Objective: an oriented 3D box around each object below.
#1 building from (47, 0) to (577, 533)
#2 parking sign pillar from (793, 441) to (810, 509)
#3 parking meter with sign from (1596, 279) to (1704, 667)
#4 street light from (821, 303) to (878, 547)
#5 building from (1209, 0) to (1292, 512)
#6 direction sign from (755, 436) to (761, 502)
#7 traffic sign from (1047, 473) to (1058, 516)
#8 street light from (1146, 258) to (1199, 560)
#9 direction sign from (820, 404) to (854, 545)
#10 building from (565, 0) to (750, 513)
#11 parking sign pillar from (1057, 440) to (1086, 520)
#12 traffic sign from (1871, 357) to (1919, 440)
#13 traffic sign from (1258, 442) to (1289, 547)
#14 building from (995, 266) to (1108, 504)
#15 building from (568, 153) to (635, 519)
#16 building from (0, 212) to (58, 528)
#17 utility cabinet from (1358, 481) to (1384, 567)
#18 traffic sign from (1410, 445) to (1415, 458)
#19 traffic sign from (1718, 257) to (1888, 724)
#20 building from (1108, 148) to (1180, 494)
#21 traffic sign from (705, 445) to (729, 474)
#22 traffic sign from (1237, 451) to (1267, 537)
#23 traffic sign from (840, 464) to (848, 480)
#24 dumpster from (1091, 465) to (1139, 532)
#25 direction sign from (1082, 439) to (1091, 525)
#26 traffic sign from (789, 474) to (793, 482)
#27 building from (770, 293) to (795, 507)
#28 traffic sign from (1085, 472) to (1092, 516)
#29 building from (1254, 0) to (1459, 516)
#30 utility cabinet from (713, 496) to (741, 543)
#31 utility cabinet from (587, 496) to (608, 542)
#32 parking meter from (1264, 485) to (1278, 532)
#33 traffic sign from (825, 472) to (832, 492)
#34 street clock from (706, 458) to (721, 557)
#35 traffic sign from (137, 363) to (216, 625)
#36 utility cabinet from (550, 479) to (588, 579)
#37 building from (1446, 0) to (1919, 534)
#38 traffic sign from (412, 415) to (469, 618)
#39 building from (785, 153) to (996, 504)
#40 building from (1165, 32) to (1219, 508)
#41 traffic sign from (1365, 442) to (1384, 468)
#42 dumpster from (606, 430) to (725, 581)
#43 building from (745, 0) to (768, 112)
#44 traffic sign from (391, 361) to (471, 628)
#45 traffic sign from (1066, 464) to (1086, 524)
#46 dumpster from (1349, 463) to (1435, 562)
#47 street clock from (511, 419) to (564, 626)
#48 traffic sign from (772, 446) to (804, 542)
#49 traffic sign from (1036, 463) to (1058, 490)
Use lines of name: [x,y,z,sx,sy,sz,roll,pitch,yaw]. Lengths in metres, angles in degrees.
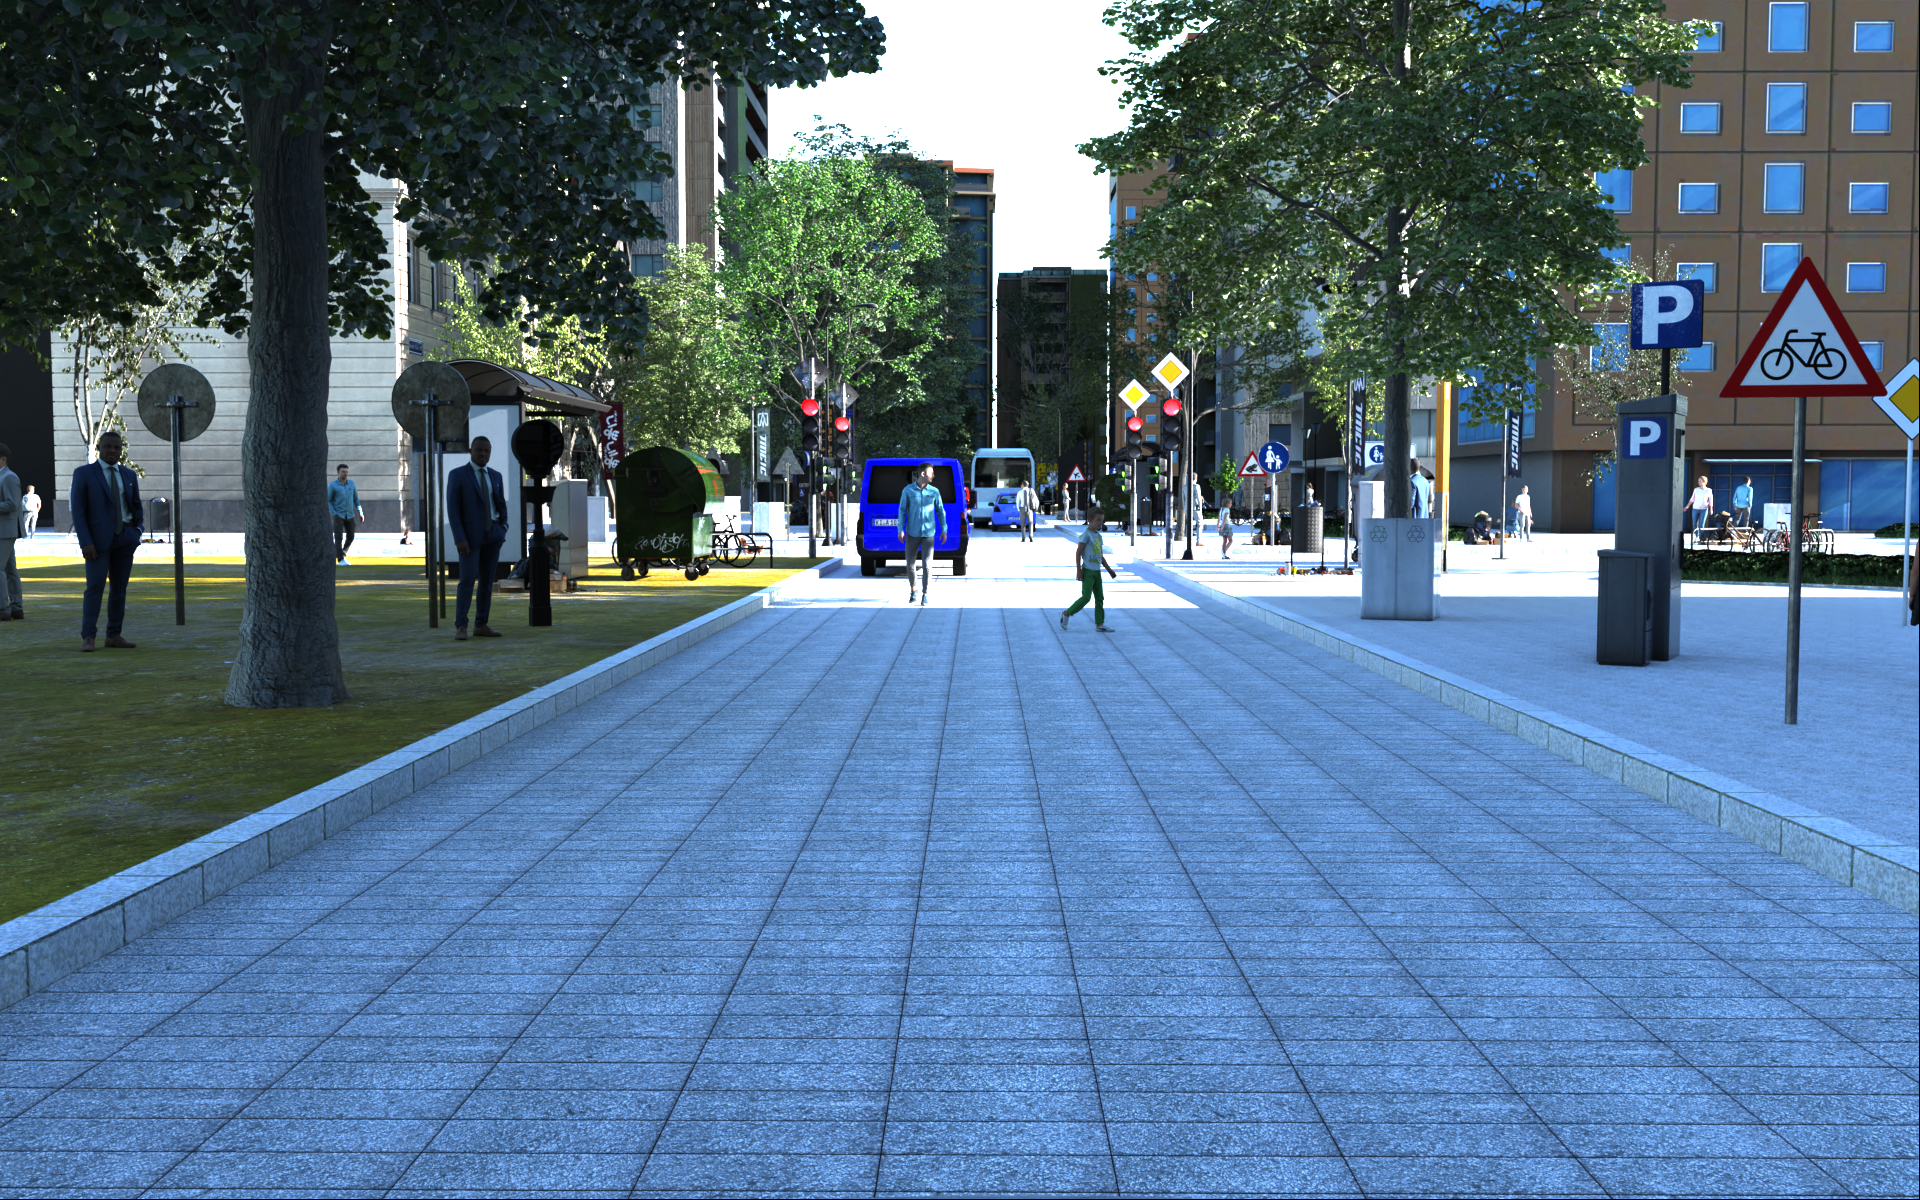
building: [-23.827,-16.565,68.103,12.463,27.353,25.104,0,4,1]
parking sign pillar: [-7.020,-5.511,78.576,1.447,3.967,1.447,1,4,15]
parking meter with sign: [5.382,-1.058,13.564,0.543,3.016,1.738,2,4,30]
street light: [-2.700,-4.265,42.268,1.470,5.913,1.316,0,4,1]
building: [30.827,-36.295,135.419,21.231,58.520,28.212,0,4,1]
direction sign: [-7.708,-4.564,66.617,0.379,3.537,0.876,1,4,13]
traffic sign: [5.493,-6.255,102.371,0.768,2.556,0.104,0,4,2]
street light: [3.930,-3.733,33.579,1.470,5.913,1.316,0,4,1]
direction sign: [-3.108,-3.170,43.834,0.876,3.537,0.379,1,4,11]
building: [-23.125,-26.958,124.360,14.154,41.232,14.086,0,4,1]
parking sign pillar: [5.518,-5.944,85.649,1.447,3.967,1.447,1,4,18]
traffic sign: [9.202,-1.040,16.736,0.795,2.593,0.064,0,4,2]
traffic sign: [7.637,-2.579,42.267,0.768,2.556,0.104,0,4,1]
building: [11.640,-27.597,222.908,14.107,30.474,14.160,0,4,1]
building: [-25.714,-13.596,89.743,16.820,18.784,16.811,0,4,1]
building: [-47.559,-16.471,62.809,24.014,27.812,14.314,0,4,1]
utility cabinet: [7.436,-1.325,30.349,1.173,1.500,0.318,-3,5,-45]
traffic sign: [8.923,-2.019,35.145,0.606,2.300,0.079,1,4,9]
traffic sign: [4.639,-0.587,9.595,0.884,2.594,0.081,0,4,6]
building: [26.618,-34.966,221.808,14.200,45.320,14.600,0,4,1]
traffic sign: [-6.580,-2.821,46.132,0.884,2.594,0.081,0,4,5]
traffic sign: [8.746,-3.172,51.869,0.884,2.594,0.081,1,4,10]
traffic sign: [-4.730,-4.519,73.988,0.768,2.556,0.104,0,4,4]
dumpster: [5.323,-3.490,59.559,1.502,2.255,1.985,0,4,0]
direction sign: [5.256,-4.883,71.840,0.379,3.537,0.876,1,4,23]
traffic sign: [-7.629,-4.940,80.880,0.768,2.556,0.104,0,4,6]
building: [-23.914,-24.574,173.490,14.107,30.474,14.160,0,4,1]
traffic sign: [6.337,-5.371,87.918,0.768,2.556,0.104,1,4,9]
building: [32.429,-31.167,98.822,28.713,52.752,27.495,0,4,1]
utility cabinet: [-6.229,-2.085,45.249,1.020,1.237,0.306,-3,5,-42]
utility cabinet: [-9.990,-2.164,46.545,1.020,1.237,0.306,0,4,4]
parking meter: [8.928,-2.528,49.740,0.372,1.533,0.369,0,3,0]
traffic sign: [-6.198,-4.746,79.721,0.606,2.300,0.079,0,4,7]
street clock: [-5.071,-1.867,35.097,0.358,2.002,0.471,2,4,27]
traffic sign: [-7.638,-1.027,16.893,0.768,2.556,0.104,0,4,1]
utility cabinet: [-5.930,-1.075,26.257,0.318,1.500,1.173,0,4,0]
building: [26.163,-25.134,61.046,14.200,45.320,14.600,0,4,1]
traffic sign: [-5.342,-0.960,17.833,0.606,2.300,0.079,0,4,5]
building: [-9.820,-34.894,225.134,28.867,44.769,22.147,0,4,1]
building: [31.241,-31.174,164.322,22.147,44.769,28.867,0,4,1]
traffic sign: [8.118,-1.929,33.671,0.606,2.300,0.079,0,4,3]
dumpster: [-4.453,-1.454,26.269,1.502,2.255,1.985,0,4,1]
building: [-27.557,-31.700,141.995,21.300,48.544,21.600,0,4,1]
traffic sign: [-5.059,-1.007,16.569,0.768,2.556,0.104,0,4,2]
traffic sign: [4.970,-4.520,73.902,0.884,2.594,0.081,0,4,5]
dumpster: [7.998,-1.608,32.045,1.264,1.857,1.865,0,4,0]
street clock: [-4.098,-0.751,16.850,0.471,2.002,0.358,-2,4,-25]
traffic sign: [-4.620,-2.845,46.519,0.884,2.594,0.081,1,4,10]
traffic sign: [6.125,-7.304,113.294,2.265,3.308,0.079,1,4,10]
